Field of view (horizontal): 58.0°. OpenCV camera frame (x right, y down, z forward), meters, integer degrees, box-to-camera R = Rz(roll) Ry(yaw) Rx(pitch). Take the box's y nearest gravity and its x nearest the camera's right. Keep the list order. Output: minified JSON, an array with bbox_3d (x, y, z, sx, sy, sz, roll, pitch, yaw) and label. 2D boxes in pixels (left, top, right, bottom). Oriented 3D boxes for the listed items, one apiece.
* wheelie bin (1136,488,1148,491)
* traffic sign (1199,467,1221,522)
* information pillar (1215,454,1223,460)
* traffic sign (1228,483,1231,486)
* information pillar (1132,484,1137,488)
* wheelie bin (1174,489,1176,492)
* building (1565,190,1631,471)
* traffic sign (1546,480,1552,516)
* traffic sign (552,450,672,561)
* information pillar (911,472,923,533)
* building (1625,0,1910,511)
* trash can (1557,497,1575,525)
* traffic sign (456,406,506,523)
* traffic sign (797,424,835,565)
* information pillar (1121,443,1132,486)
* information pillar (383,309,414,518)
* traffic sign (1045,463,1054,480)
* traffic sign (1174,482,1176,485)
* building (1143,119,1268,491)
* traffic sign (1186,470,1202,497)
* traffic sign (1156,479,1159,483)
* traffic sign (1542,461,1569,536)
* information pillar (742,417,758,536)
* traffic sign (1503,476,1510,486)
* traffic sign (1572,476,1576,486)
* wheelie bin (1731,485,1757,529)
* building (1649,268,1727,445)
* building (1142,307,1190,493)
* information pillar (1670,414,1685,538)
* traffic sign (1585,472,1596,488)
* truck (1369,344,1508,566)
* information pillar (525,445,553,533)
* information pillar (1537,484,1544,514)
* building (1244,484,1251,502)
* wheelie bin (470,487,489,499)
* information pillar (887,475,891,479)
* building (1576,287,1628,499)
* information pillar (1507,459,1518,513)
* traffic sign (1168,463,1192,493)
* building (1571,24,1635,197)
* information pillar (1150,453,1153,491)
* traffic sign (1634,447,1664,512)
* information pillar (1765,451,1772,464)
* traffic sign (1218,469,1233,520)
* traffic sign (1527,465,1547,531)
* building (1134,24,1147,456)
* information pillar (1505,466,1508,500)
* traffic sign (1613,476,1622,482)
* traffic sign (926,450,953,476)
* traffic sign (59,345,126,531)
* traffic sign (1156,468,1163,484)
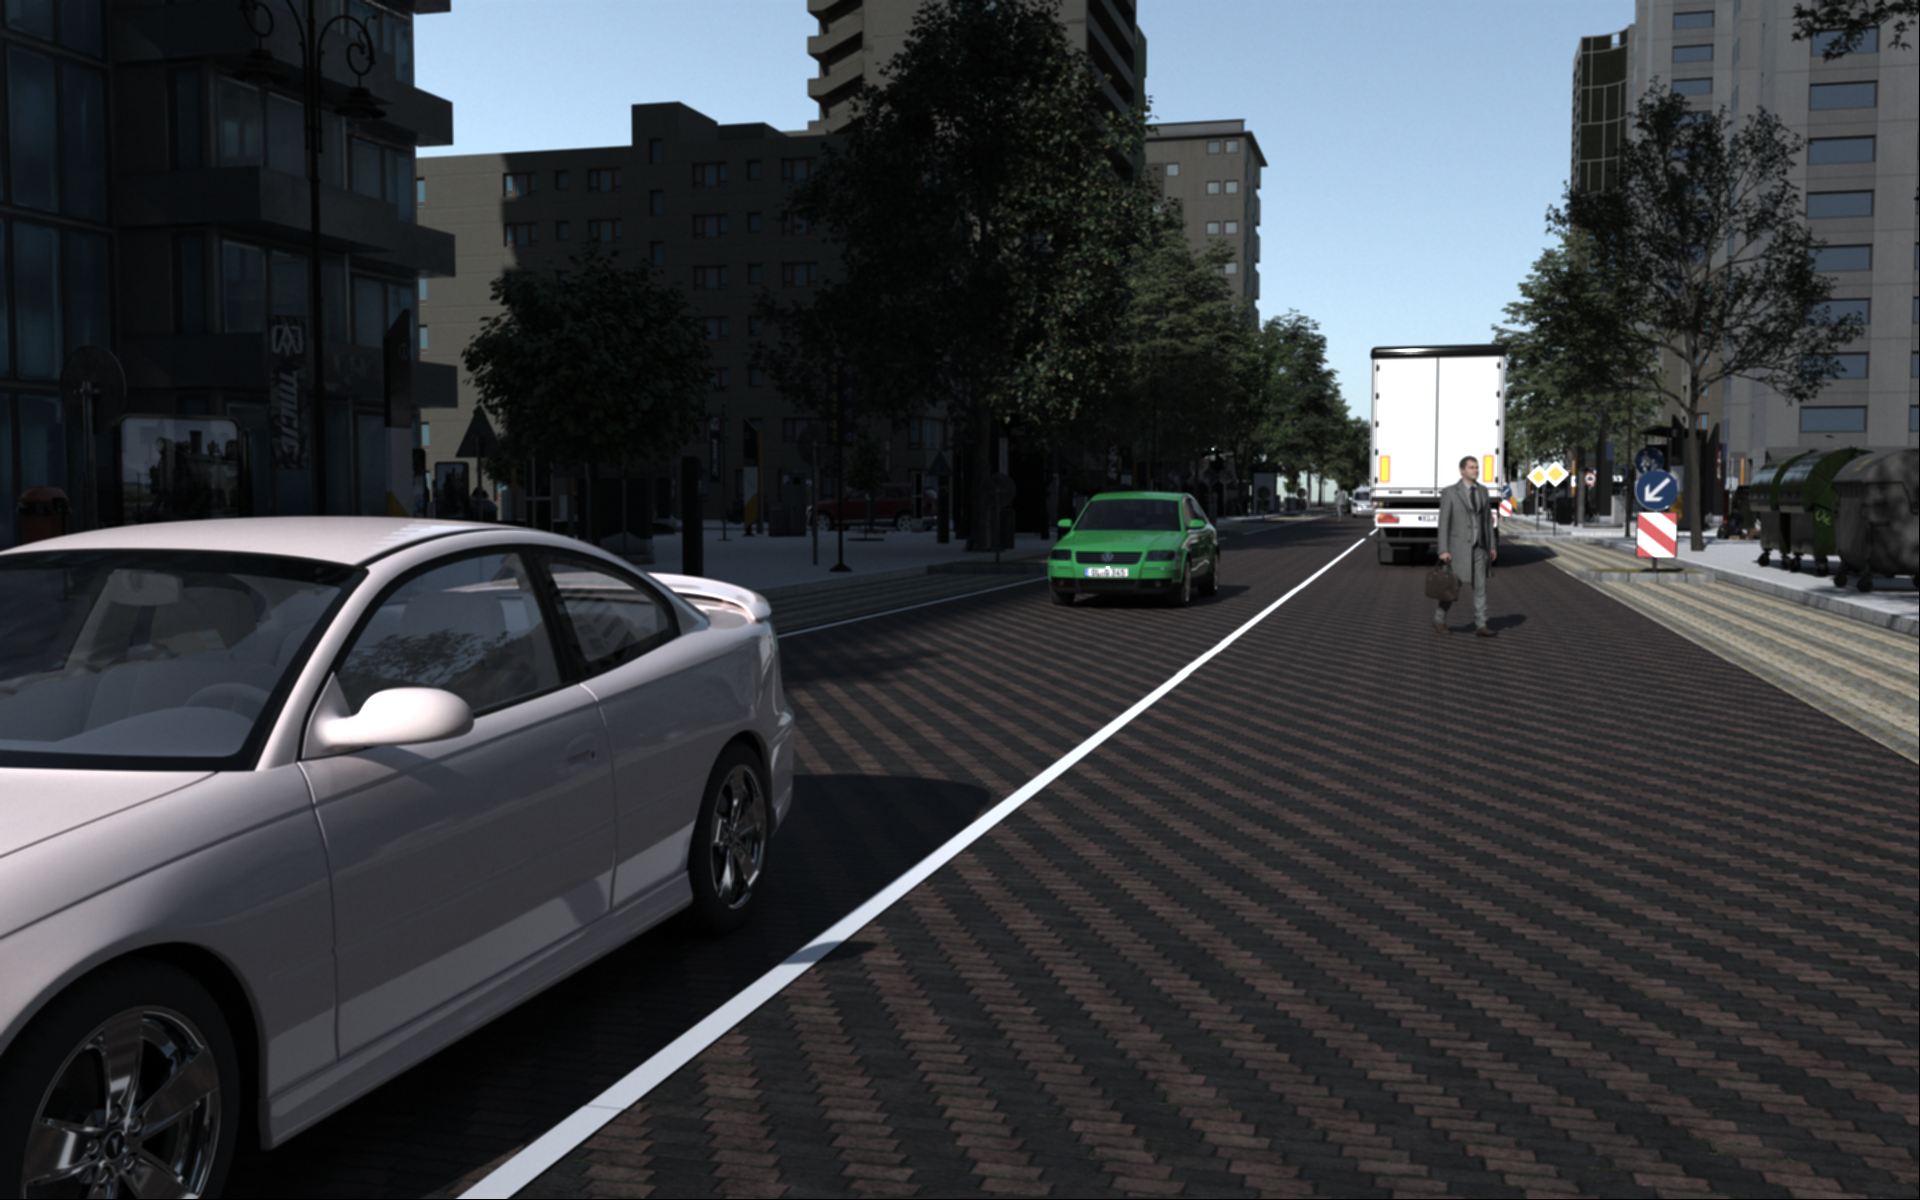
[{"bbox_3d":[9.964,-5.343,95.262,0.980,1.594,0.693,1,4,17],"label":"wheelie bin"},{"bbox_3d":[9.103,-3.642,63.181,0.795,2.450,0.064,1,4,15],"label":"traffic sign"},{"bbox_3d":[14.369,-6.408,96.119,0.504,3.616,0.183,3,4,36],"label":"information pillar"},{"bbox_3d":[17.512,-7.030,114.945,0.884,2.594,0.081,1,4,16],"label":"traffic sign"},{"bbox_3d":[12.212,-7.133,121.119,0.304,2.012,0.304,0,4,-8],"label":"information pillar"},{"bbox_3d":[14.038,-6.529,114.652,0.980,1.594,0.693,-3,5,-45],"label":"wheelie bin"},{"bbox_3d":[96.663,-36.898,253.397,14.600,45.320,14.200,1,4,15],"label":"building"},{"bbox_3d":[34.319,-6.131,100.340,0.768,2.556,0.104,1,4,21],"label":"traffic sign"},{"bbox_3d":[-5.466,-2.010,26.735,2.265,3.308,0.079,1,4,20],"label":"traffic sign"},{"bbox_3d":[-1.434,-3.266,57.895,0.304,2.012,0.304,-1,4,-21],"label":"information pillar"},{"bbox_3d":[77.408,-38.461,170.844,21.231,58.520,28.212,1,4,15],"label":"building"},{"bbox_3d":[25.194,-3.699,72.125,0.748,1.137,0.748,0,3,0],"label":"trash can"},{"bbox_3d":[-7.001,-1.545,25.257,0.884,2.594,0.081,1,4,22],"label":"traffic sign"},{"bbox_3d":[-2.619,-1.908,31.300,0.768,2.556,0.104,2,4,24],"label":"traffic sign"},{"bbox_3d":[7.152,-5.085,74.502,0.504,3.616,0.183,-2,4,-23],"label":"information pillar"},{"bbox_3d":[-7.038,-1.859,21.754,0.183,3.616,0.504,1,4,15],"label":"information pillar"},{"bbox_3d":[3.051,-3.913,63.975,0.884,2.594,0.081,2,4,24],"label":"traffic sign"},{"bbox_3d":[11.959,-5.939,97.203,0.768,2.556,0.104,1,4,19],"label":"traffic sign"},{"bbox_3d":[28.706,-40.430,250.270,28.713,52.752,27.495,1,4,15],"label":"building"},{"bbox_3d":[12.069,-5.471,89.456,0.884,2.594,0.081,2,4,25],"label":"traffic sign"},{"bbox_3d":[10.485,-5.413,89.691,0.795,2.450,0.064,1,4,23],"label":"traffic sign"},{"bbox_3d":[18.037,-2.989,52.508,0.795,2.450,0.064,1,4,15],"label":"traffic sign"},{"bbox_3d":[-6.367,-3.746,52.599,0.504,3.616,0.183,2,4,32],"label":"information pillar"},{"bbox_3d":[39.131,-7.616,124.624,0.768,2.556,0.104,2,4,24],"label":"traffic sign"},{"bbox_3d":[34.996,-5.881,98.287,0.606,2.300,0.079,1,4,22],"label":"traffic sign"},{"bbox_3d":[28.556,-3.362,62.878,0.980,1.594,0.693,0,4,-3],"label":"wheelie bin"},{"bbox_3d":[73.686,-18.239,143.246,27.650,21.520,28.899,1,4,15],"label":"building"},{"bbox_3d":[7.087,-19.953,171.276,27.650,21.520,28.899,1,4,15],"label":"building"},{"bbox_3d":[20.914,-3.620,50.547,0.183,3.616,0.504,-1,4,-14],"label":"information pillar"},{"bbox_3d":[36.651,-6.157,100.771,0.768,2.556,0.104,1,4,18],"label":"traffic sign"},{"bbox_3d":[10.609,-3.005,38.053,2.839,4.237,11.283,1,4,17],"label":"truck"},{"bbox_3d":[-5.977,-1.230,24.607,0.304,2.012,0.304,-2,4,-35],"label":"information pillar"},{"bbox_3d":[36.691,-6.423,109.514,0.304,2.012,0.304,0,4,5],"label":"information pillar"},{"bbox_3d":[32.947,-35.733,276.120,32.217,40.220,23.993,1,4,15],"label":"building"},{"bbox_3d":[-22.559,-4.492,81.357,0.693,1.594,0.980,1,4,14],"label":"wheelie bin"},{"bbox_3d":[-2.895,-3.833,67.165,0.304,2.012,0.304,-2,4,-30],"label":"information pillar"},{"bbox_3d":[92.816,-28.643,240.018,14.160,30.474,14.107,1,4,15],"label":"building"},{"bbox_3d":[37.041,-7.610,115.780,0.504,3.616,0.183,-2,4,-25],"label":"information pillar"},{"bbox_3d":[7.035,-3.170,55.467,0.795,2.450,0.064,1,4,15],"label":"traffic sign"},{"bbox_3d":[103.696,-50.793,268.713,20.563,71.187,20.611,1,4,15],"label":"building"},{"bbox_3d":[10.662,-6.431,96.502,0.183,3.616,0.504,0,4,-1],"label":"information pillar"},{"bbox_3d":[18.783,-2.885,47.274,0.768,2.556,0.104,1,4,17],"label":"traffic sign"},{"bbox_3d":[43.793,-6.272,93.898,0.504,3.616,0.183,-3,4,-36],"label":"information pillar"},{"bbox_3d":[13.361,-5.331,87.269,0.768,2.556,0.104,1,4,21],"label":"traffic sign"},{"bbox_3d":[20.105,-3.461,60.222,0.795,2.450,0.064,1,4,15],"label":"traffic sign"},{"bbox_3d":[7.811,-28.421,148.275,14.154,41.232,14.086,1,4,15],"label":"building"},{"bbox_3d":[39.161,-8.114,124.013,0.183,3.616,0.504,3,4,38],"label":"information pillar"},{"bbox_3d":[36.024,-5.687,95.115,0.606,2.300,0.079,1,4,15],"label":"traffic sign"},{"bbox_3d":[-0.602,-3.153,51.555,0.884,2.594,0.081,1,4,22],"label":"traffic sign"},{"bbox_3d":[-7.419,-0.898,14.794,0.768,2.556,0.104,1,4,23],"label":"traffic sign"},{"bbox_3d":[9.918,-5.170,84.638,0.768,2.556,0.104,1,4,22],"label":"traffic sign"}]
